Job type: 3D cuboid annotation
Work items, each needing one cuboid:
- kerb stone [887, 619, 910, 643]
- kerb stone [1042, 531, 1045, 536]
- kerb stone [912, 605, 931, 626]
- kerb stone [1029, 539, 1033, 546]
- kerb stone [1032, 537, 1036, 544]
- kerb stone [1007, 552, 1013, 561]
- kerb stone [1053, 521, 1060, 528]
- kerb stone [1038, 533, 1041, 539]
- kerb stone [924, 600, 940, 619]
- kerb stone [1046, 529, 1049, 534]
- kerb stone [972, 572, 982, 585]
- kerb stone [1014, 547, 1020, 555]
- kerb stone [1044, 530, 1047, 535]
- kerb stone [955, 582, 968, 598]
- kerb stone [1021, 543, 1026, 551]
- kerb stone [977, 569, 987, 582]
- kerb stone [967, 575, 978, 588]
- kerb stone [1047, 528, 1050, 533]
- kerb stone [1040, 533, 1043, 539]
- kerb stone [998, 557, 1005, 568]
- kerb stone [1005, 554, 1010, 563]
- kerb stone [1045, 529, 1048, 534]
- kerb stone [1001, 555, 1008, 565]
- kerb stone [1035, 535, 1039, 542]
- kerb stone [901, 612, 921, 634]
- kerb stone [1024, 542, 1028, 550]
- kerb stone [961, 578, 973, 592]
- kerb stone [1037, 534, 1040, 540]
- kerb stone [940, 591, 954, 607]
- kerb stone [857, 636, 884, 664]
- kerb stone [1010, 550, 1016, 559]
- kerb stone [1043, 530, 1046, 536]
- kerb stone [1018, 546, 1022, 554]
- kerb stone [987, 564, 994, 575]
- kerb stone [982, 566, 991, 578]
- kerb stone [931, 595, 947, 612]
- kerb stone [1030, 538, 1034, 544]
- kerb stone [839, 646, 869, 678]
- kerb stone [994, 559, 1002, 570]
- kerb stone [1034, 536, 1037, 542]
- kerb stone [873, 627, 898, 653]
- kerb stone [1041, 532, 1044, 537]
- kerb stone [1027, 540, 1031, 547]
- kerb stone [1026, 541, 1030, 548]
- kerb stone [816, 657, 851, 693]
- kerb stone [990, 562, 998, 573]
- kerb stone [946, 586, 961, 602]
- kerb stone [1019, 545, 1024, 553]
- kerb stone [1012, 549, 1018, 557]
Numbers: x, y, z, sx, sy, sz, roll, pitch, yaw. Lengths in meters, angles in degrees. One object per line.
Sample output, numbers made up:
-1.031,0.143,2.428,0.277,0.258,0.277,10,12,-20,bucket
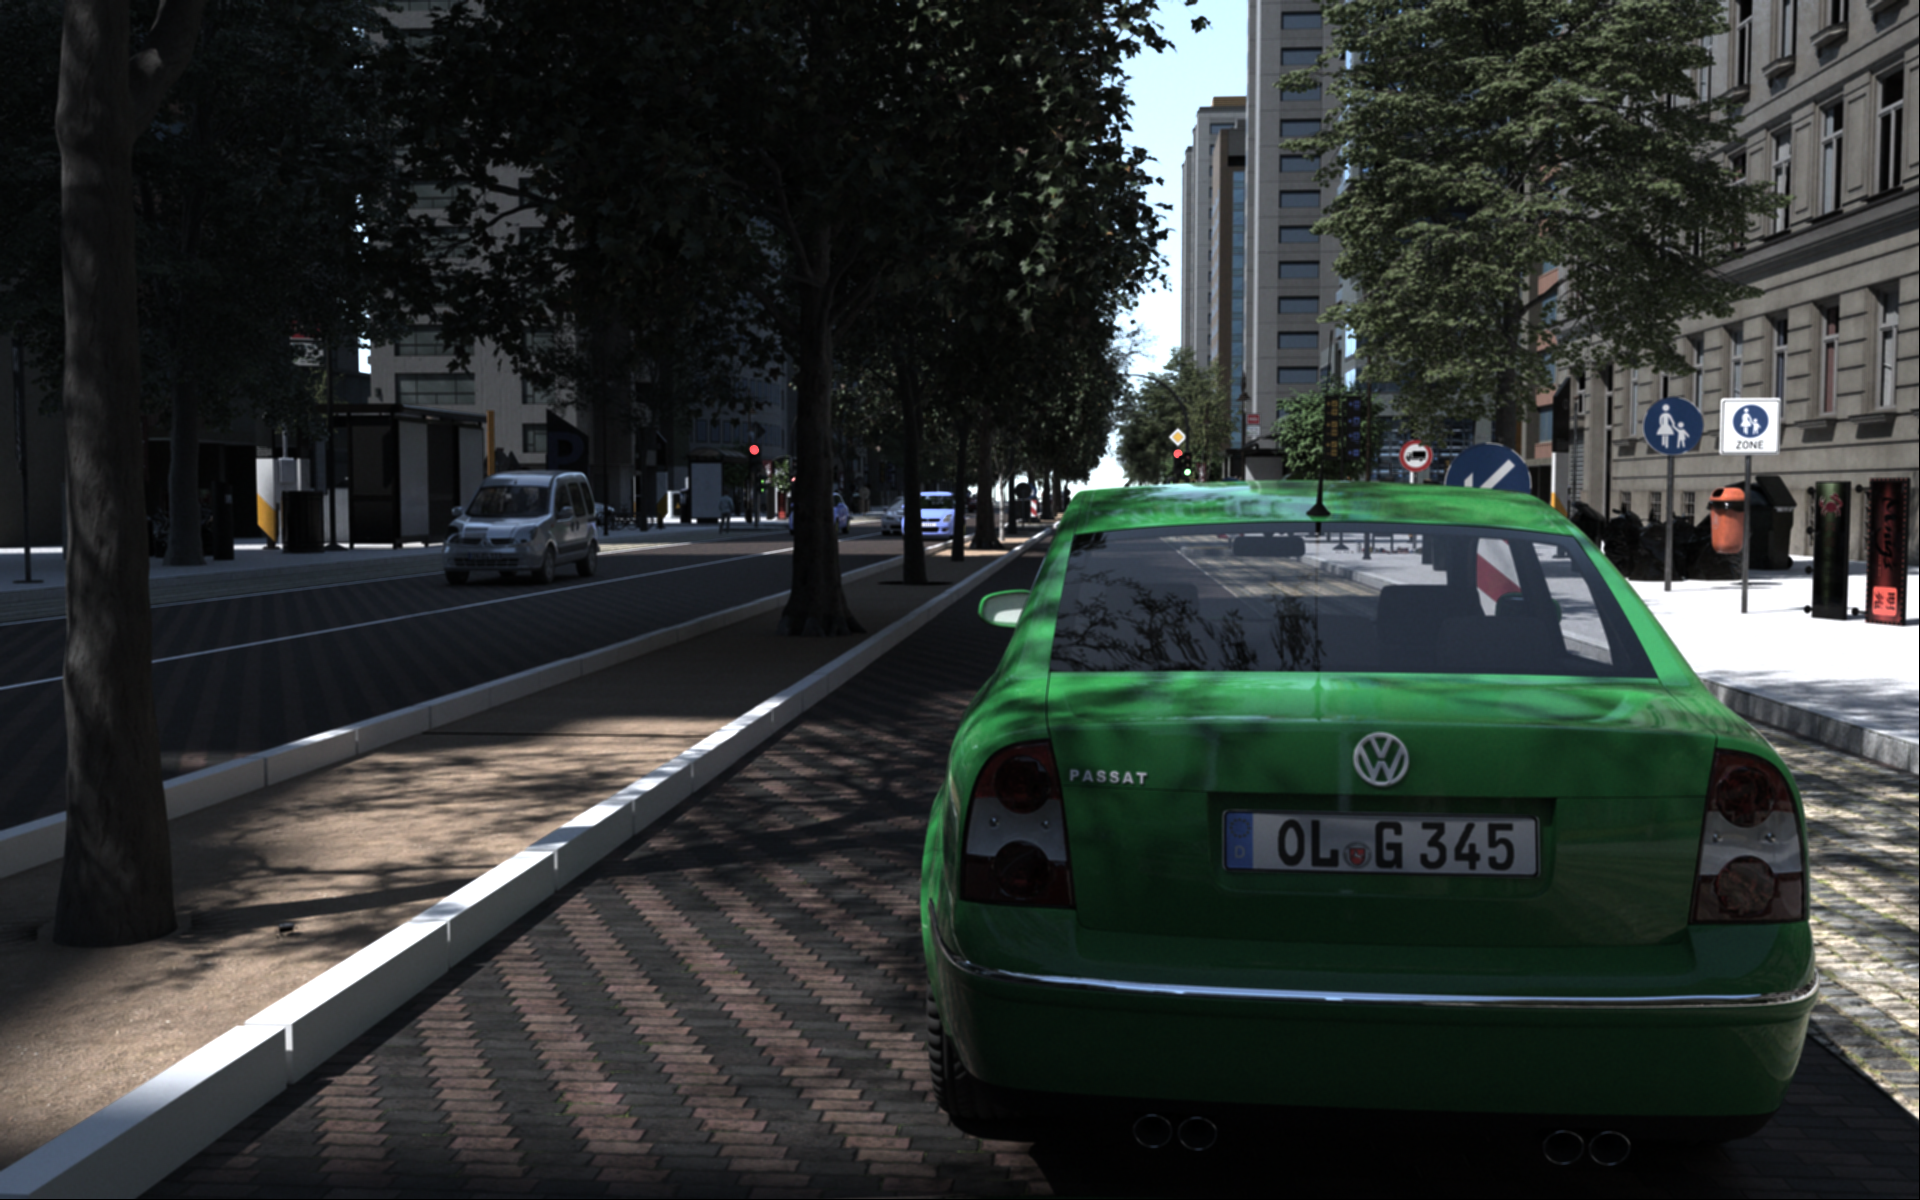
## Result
-0.626,0.320,16.969,0.120,0.150,1.000,0,4,5,kerb stone
2.565,-2.055,55.789,0.120,0.150,1.000,0,4,5,kerb stone
-0.458,0.195,19.008,0.120,0.150,1.000,0,4,5,kerb stone
1.811,-1.486,46.578,0.120,0.150,1.000,0,4,5,kerb stone
1.979,-1.614,48.620,0.120,0.150,1.000,0,4,5,kerb stone
0.975,-0.861,36.367,0.120,0.150,1.000,0,4,5,kerb stone
4.305,-3.339,76.789,0.120,0.150,1.000,0,4,5,kerb stone
2.326,-1.866,52.711,0.120,0.150,1.000,0,4,5,kerb stone
-0.368,0.132,20.032,0.120,0.150,1.000,0,4,5,kerb stone
2.909,-2.304,59.864,0.120,0.150,1.000,0,4,5,kerb stone
0.217,-0.304,27.170,0.120,0.150,1.000,0,4,5,kerb stone
1.223,-1.051,39.439,0.120,0.150,1.000,0,4,5,kerb stone
2.744,-2.173,57.826,0.120,0.150,1.000,0,4,5,kerb stone
-0.029,-0.117,24.110,0.120,0.150,1.000,0,4,5,kerb stone
1.478,-1.239,42.502,0.120,0.150,1.000,0,4,5,kerb stone
0.298,-0.367,28.192,0.120,0.150,1.000,0,4,5,kerb stone
0.133,-0.242,26.148,0.120,0.150,1.000,0,4,5,kerb stone
2.992,-2.366,60.884,0.120,0.150,1.000,0,4,5,kerb stone
2.404,-1.929,53.735,0.120,0.150,1.000,0,4,5,kerb stone
0.728,-0.679,33.295,0.120,0.150,1.000,0,4,5,kerb stone
0.885,-0.802,35.339,0.120,0.150,1.000,0,4,5,kerb stone
2.820,-2.232,58.846,0.120,0.150,1.000,0,4,5,kerb stone
0.806,-0.741,34.320,0.120,0.150,1.000,0,4,5,kerb stone
2.152,-1.741,50.661,0.120,0.150,1.000,0,4,5,kerb stone
-0.540,0.262,17.990,0.120,0.150,1.000,0,4,5,kerb stone
1.562,-1.299,43.521,0.120,0.150,1.000,0,4,5,kerb stone
0.054,-0.178,25.129,0.120,0.150,1.000,0,4,5,kerb stone
2.232,-1.803,51.681,0.120,0.150,1.000,0,4,5,kerb stone
-0.210,0.015,22.071,0.120,0.150,1.000,0,4,5,kerb stone
-0.797,0.448,14.928,0.120,0.150,1.000,0,4,5,kerb stone
1.061,-0.925,37.389,0.120,0.150,1.000,0,4,5,kerb stone
2.660,-2.117,56.807,0.120,0.150,1.000,0,4,5,kerb stone
1.303,-1.115,40.462,0.120,0.150,1.000,0,4,5,kerb stone
0.464,-0.492,30.238,0.120,0.150,1.000,0,4,5,kerb stone
0.390,-0.429,29.211,0.120,0.150,1.000,0,4,5,kerb stone
-0.293,0.070,21.051,0.120,0.150,1.000,0,4,5,kerb stone
1.893,-1.554,47.597,0.120,0.150,1.000,0,4,5,kerb stone
-0.875,0.507,13.909,0.120,0.150,1.000,0,4,5,kerb stone
0.638,-0.616,32.275,0.120,0.150,1.000,0,4,5,kerb stone
2.058,-1.678,49.639,0.120,0.150,1.000,0,4,5,kerb stone
-0.711,0.383,15.947,0.120,0.150,1.000,0,4,5,kerb stone
2.489,-1.986,54.764,0.120,0.150,1.000,0,4,5,kerb stone
1.731,-1.429,45.558,0.120,0.150,1.000,0,4,5,kerb stone
1.657,-1.367,44.539,0.120,0.150,1.000,0,4,5,kerb stone
-0.960,0.569,12.890,0.120,0.150,1.000,0,4,5,kerb stone
0.552,-0.552,31.257,0.120,0.150,1.000,0,4,5,kerb stone
-0.121,-0.055,23.092,0.120,0.150,1.000,0,4,5,kerb stone
1.394,-1.178,41.483,0.120,0.150,1.000,0,4,5,kerb stone
1.143,-0.987,38.418,0.120,0.150,1.000,0,4,5,kerb stone
